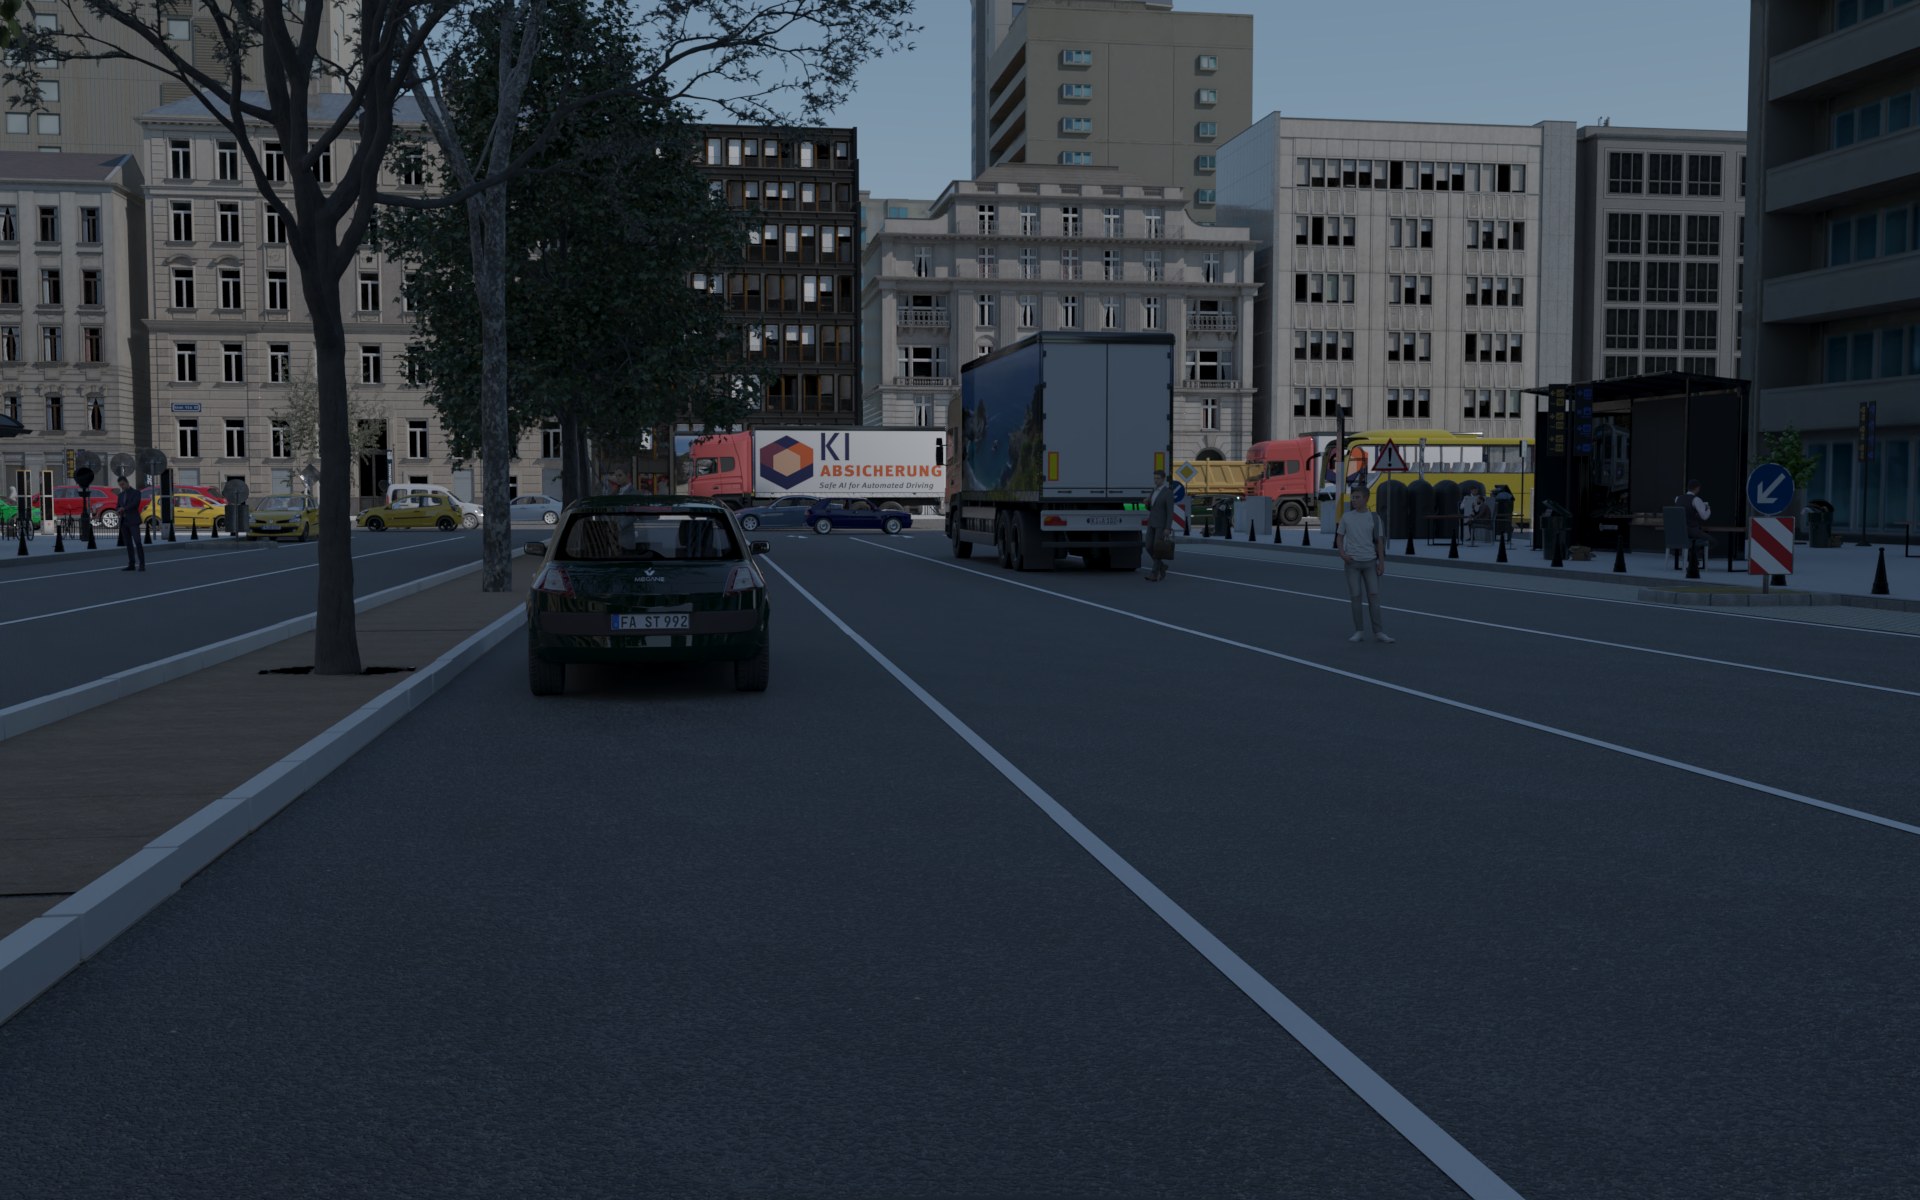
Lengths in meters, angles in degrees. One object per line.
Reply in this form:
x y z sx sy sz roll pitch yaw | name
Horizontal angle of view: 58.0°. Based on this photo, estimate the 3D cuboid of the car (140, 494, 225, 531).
-29.902 -3.525 67.865 3.980 1.641 2.015 0 4 -7 | car

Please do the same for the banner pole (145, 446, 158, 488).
-41.673 -6.078 89.391 0.401 3.779 0.863 3 5 39 | banner pole

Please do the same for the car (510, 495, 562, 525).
-20.547 -4.266 81.758 4.499 1.417 2.014 0 4 -8 | car

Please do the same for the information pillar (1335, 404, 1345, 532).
9.821 -3.266 44.760 0.183 3.616 0.504 0 4 -3 | information pillar

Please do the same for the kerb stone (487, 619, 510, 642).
-4.549 0.321 16.969 0.120 0.150 1.000 -1 4 -9 | kerb stone

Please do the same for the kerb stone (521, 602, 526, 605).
-5.025 0.132 20.031 0.120 0.150 1.000 -1 4 -9 | kerb stone

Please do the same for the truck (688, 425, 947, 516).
-6.272 -5.073 71.853 11.283 4.237 2.839 0 4 -8 | truck

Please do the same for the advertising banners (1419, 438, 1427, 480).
13.937 -3.498 53.380 0.090 3.025 2.074 3 4 38 | advertising banners

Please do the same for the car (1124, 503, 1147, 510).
8.044 -4.183 77.194 4.718 1.807 1.959 -1 4 -9 | car

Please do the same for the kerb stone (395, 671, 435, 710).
-3.759 0.630 11.889 0.120 0.150 1.000 -1 4 -9 | kerb stone

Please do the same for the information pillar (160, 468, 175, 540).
-22.256 -2.699 48.627 0.304 2.012 0.304 -1 4 -10 | information pillar

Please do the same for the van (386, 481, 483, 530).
-21.344 -3.903 70.821 4.112 2.044 2.013 -1 4 -11 | van

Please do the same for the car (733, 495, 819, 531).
-6.743 -3.404 67.663 4.499 1.417 2.014 -1 4 -10 | car

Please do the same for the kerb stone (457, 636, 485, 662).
-4.243 0.445 14.940 0.120 0.150 1.000 -1 4 -9 | kerb stone

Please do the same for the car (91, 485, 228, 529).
-33.114 -3.857 71.742 5.304 1.827 2.281 0 4 -7 | car

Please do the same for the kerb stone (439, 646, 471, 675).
-4.077 0.506 13.917 0.120 0.150 1.000 -1 4 -9 | kerb stone

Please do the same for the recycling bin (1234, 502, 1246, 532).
9.696 -2.790 58.166 0.722 1.027 0.722 -2 4 -35 | recycling bin

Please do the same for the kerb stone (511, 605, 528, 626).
-4.860 0.194 19.017 0.120 0.150 1.000 -1 4 -9 | kerb stone

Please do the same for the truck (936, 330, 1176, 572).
1.600 -2.844 35.413 2.839 4.237 11.283 -1 4 -10 | truck

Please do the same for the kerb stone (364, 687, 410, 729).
-3.611 0.692 10.874 0.120 0.150 1.000 -1 4 -9 | kerb stone

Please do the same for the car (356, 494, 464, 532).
-21.122 -3.445 66.544 3.980 1.641 2.015 -1 4 -10 | car

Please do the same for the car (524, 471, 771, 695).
-2.484 -0.247 13.829 2.009 1.686 4.222 -1 4 -10 | car

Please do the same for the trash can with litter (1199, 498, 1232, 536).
7.754 -2.527 52.697 1.055 1.170 0.624 3 5 45 | trash can with litter

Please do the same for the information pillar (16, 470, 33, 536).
-28.685 -2.973 53.099 0.304 2.012 0.304 0 4 4 | information pillar

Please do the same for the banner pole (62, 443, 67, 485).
-44.108 -5.830 85.341 0.401 3.779 0.863 -3 5 -39 | banner pole

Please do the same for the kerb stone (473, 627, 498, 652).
-4.396 0.382 15.954 0.120 0.150 1.000 -1 4 -9 | kerb stone

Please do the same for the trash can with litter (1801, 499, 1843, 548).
20.621 -1.834 41.368 1.055 1.170 0.624 -3 4 -38 | trash can with litter

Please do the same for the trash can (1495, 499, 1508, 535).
16.744 -2.597 54.108 0.748 1.137 0.748 0 3 0 | trash can

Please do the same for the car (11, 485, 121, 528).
-38.482 -4.023 74.453 5.304 1.827 2.281 -1 4 -10 | car

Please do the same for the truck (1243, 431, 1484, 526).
17.966 -5.499 78.828 11.283 4.237 2.839 -1 4 -9 | truck

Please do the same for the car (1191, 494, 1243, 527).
10.194 -3.874 73.133 4.222 1.686 2.009 0 4 -7 | car

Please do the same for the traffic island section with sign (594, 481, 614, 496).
-11.978 -3.056 58.107 2.006 1.907 1.989 -1 4 -9 | traffic island section with sign

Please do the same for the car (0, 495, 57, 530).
-38.168 -3.629 68.136 4.718 1.807 1.959 -1 4 -10 | car

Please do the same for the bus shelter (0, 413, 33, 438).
-23.535 -2.825 40.106 2.014 3.302 5.546 -1 4 -9 | bus shelter

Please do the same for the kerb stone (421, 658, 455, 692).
-3.912 0.573 12.904 0.120 0.150 1.000 -1 4 -9 | kerb stone

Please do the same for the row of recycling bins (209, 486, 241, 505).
-38.297 -4.926 87.660 3.534 1.692 1.069 -3 5 -42 | row of recycling bins

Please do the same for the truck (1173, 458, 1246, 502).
9.636 -5.259 81.909 9.791 3.379 3.469 -1 4 -9 | truck

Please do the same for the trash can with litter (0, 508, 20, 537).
-28.734 -2.470 51.779 1.055 1.170 0.624 -3 5 -39 | trash can with litter

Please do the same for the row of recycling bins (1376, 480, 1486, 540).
13.571 -2.605 49.708 3.534 1.692 1.069 -1 4 -21 | row of recycling bins

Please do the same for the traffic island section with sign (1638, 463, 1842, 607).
10.131 -0.871 22.877 1.989 1.847 2.006 -1 4 -9 | traffic island section with sign

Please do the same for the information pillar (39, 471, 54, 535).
-28.593 -3.041 54.216 0.304 2.012 0.304 3 5 42 | information pillar

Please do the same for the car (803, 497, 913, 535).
-3.661 -3.034 62.190 3.894 1.354 1.945 -1 4 -9 | car

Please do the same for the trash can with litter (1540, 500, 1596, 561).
11.795 -1.356 33.551 1.055 1.170 0.624 3 5 42 | trash can with litter

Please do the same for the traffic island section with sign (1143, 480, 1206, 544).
5.903 -2.545 50.231 1.989 1.847 2.006 -1 4 -9 | traffic island section with sign

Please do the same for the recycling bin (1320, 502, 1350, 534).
12.175 -2.666 56.145 0.722 1.027 0.722 3 5 44 | recycling bin

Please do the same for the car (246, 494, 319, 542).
-20.460 -2.593 52.622 2.015 1.641 3.980 -1 4 -8 | car

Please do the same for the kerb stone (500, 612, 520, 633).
-4.707 0.257 17.998 0.120 0.150 1.000 -1 4 -9 | kerb stone

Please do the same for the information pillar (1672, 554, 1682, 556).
15.062 -1.938 36.181 0.304 2.012 0.304 2 4 24 | information pillar

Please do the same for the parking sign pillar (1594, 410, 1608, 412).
16.610 -3.499 45.680 1.447 3.967 1.447 2 4 34 | parking sign pillar

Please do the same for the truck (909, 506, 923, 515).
-6.809 -5.861 84.737 11.283 4.237 2.839 0 4 -8 | truck

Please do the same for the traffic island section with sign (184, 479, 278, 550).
-19.172 -2.268 45.714 1.989 1.847 2.006 -1 4 -9 | traffic island section with sign

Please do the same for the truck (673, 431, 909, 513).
-7.297 -5.494 78.746 11.283 4.237 2.839 -1 4 -8 | truck

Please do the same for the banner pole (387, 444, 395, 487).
-28.147 -5.859 85.812 0.401 3.779 0.863 1 4 13 | banner pole

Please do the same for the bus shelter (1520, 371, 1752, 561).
13.908 -2.745 36.168 1.731 3.624 6.357 -1 4 -9 | bus shelter
